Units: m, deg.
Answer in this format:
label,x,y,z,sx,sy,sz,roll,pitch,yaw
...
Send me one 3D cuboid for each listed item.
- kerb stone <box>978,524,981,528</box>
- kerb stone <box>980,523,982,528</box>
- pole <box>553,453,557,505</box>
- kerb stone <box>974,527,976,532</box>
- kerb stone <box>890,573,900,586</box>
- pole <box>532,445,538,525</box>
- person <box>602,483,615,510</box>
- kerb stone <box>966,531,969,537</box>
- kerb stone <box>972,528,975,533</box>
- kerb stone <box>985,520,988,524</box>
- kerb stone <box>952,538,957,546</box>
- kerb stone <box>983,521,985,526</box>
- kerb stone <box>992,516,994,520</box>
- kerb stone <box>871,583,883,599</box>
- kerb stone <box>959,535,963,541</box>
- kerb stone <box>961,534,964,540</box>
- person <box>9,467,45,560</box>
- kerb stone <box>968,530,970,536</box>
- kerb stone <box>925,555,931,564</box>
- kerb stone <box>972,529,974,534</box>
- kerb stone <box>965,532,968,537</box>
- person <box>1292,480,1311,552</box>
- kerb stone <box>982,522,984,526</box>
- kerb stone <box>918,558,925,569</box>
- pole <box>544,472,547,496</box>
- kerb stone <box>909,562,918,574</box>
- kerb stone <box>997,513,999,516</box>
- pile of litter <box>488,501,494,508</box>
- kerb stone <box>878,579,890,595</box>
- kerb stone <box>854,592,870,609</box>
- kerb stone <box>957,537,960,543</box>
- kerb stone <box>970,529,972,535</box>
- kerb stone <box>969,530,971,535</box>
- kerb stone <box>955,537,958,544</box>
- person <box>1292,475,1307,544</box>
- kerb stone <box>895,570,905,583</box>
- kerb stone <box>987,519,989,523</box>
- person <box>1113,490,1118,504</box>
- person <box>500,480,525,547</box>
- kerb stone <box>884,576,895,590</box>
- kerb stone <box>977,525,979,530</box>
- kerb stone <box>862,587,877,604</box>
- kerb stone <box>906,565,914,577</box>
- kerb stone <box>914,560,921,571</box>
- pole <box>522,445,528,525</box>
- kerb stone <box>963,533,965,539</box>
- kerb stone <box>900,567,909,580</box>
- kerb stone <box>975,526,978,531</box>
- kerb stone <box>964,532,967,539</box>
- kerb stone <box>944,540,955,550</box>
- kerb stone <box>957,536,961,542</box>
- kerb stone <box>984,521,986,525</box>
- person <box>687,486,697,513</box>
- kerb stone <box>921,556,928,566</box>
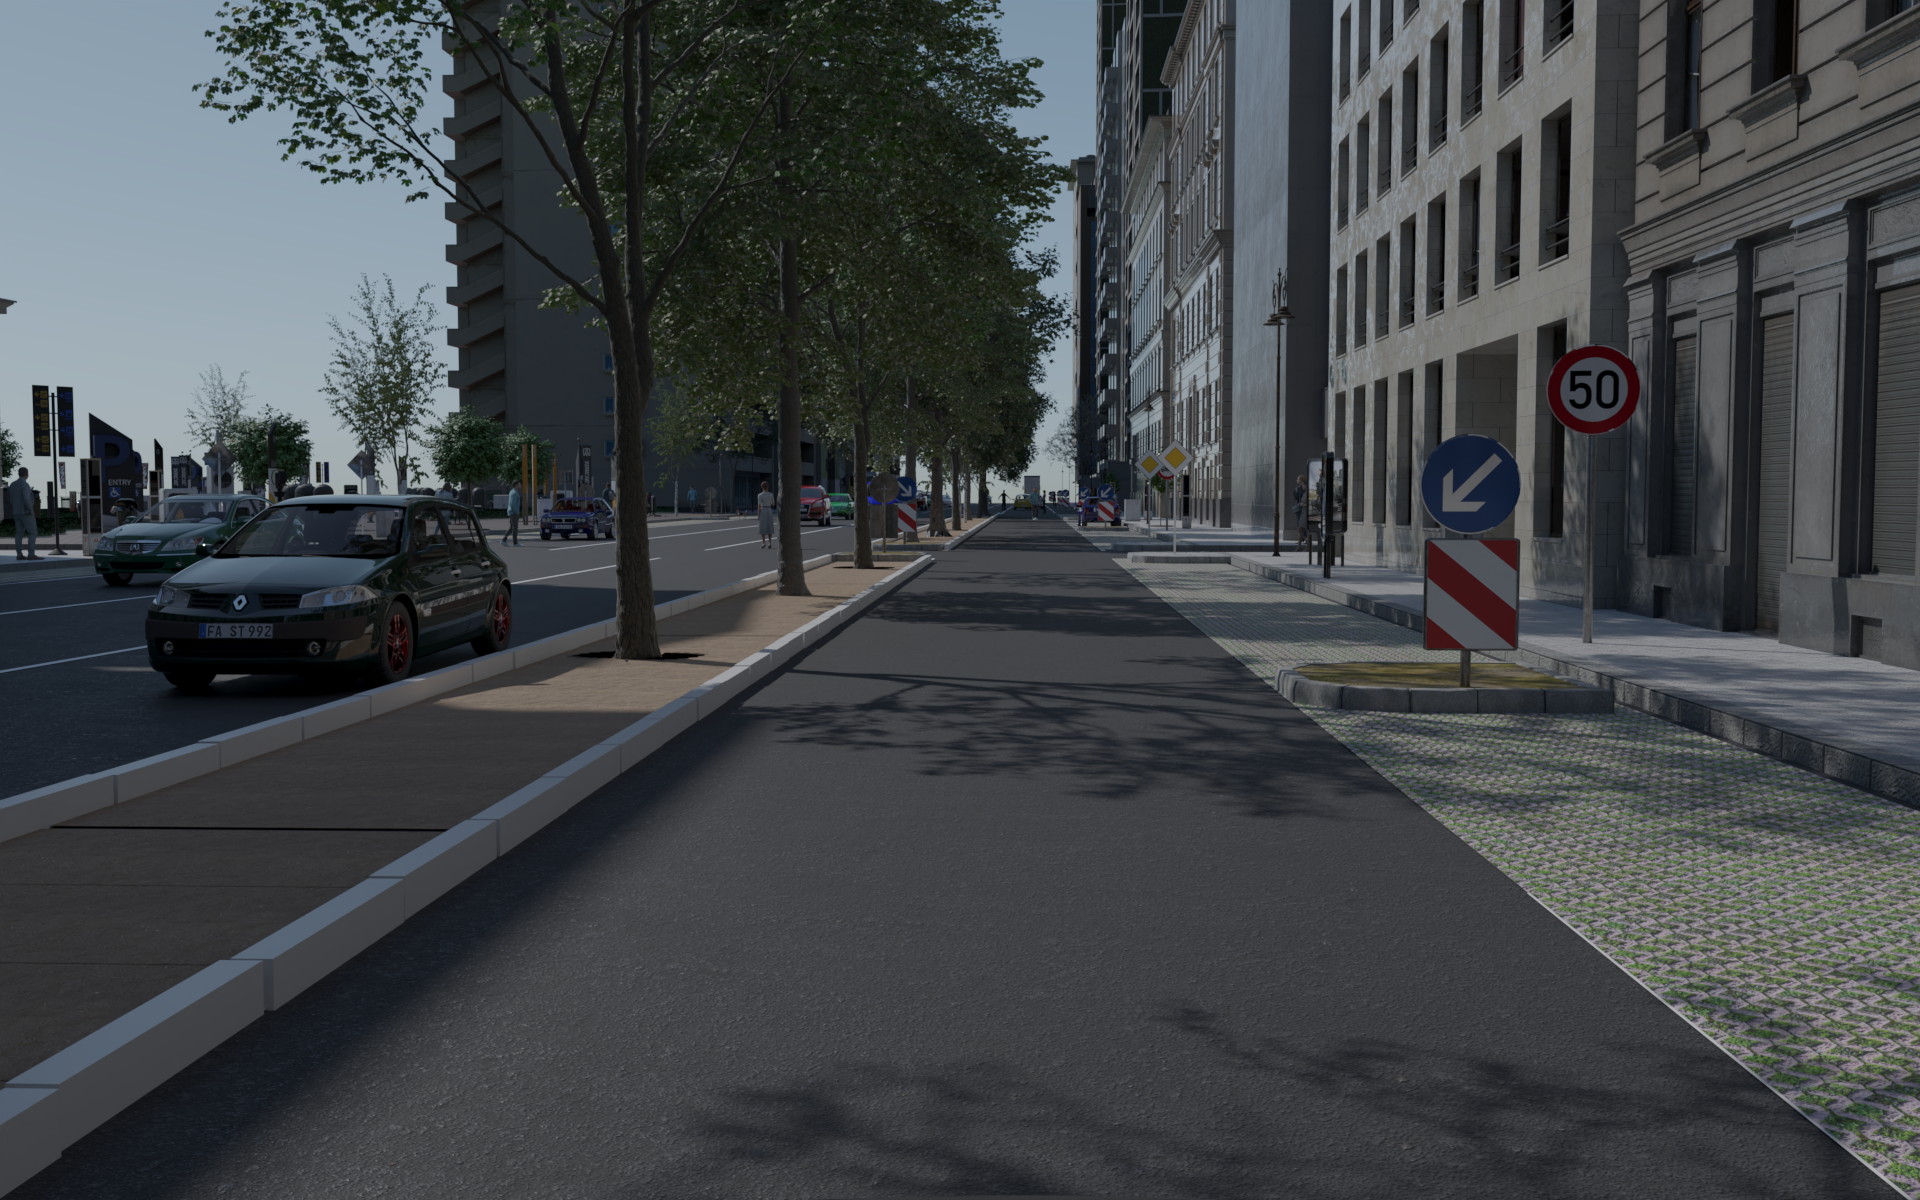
label,x,y,z,sx,sy,sz,roll,pitch,yaw
kerb stone,0.640,-2.823,68.344,0.120,0.150,1.000,0,4,2
kerb stone,0.725,-2.948,70.400,0.120,0.150,1.000,0,4,2
pole,-20.123,-5.639,86.036,0.158,3.312,0.155,0,3,0
kerb stone,0.425,-2.509,63.216,0.120,0.150,1.000,0,4,2
kerb stone,-1.069,-0.282,26.807,0.120,0.150,1.000,0,4,2
pole,-17.589,-4.757,71.621,0.158,3.312,0.155,0,3,0
person,-17.234,-4.814,84.737,0.794,1.824,0.713,1,4,8
kerb stone,0.137,-2.071,56.061,0.120,0.150,1.000,0,4,2
kerb stone,0.349,-2.384,61.170,0.120,0.150,1.000,0,4,2
kerb stone,1.063,-3.445,78.572,0.120,0.150,1.000,0,4,2
kerb stone,-0.242,-1.507,46.841,0.120,0.150,1.000,0,4,2
kerb stone,0.899,-3.198,74.487,0.120,0.150,1.000,0,4,2
kerb stone,1.561,-4.197,90.856,0.120,0.150,1.000,0,4,2
kerb stone,-1.188,-0.095,23.742,0.120,0.150,1.000,0,4,2
kerb stone,-0.077,-1.758,50.936,0.120,0.150,1.000,0,4,2
kerb stone,-0.036,-1.821,51.973,0.120,0.150,1.000,0,4,2
person,-18.220,-1.686,33.706,0.635,1.810,0.391,1,4,21
kerb stone,0.177,-2.129,57.082,0.120,0.150,1.000,0,4,2
kerb stone,-0.731,-0.784,35.008,0.120,0.150,1.000,0,4,2
kerb stone,0.312,-2.316,60.149,0.120,0.150,1.000,0,4,2
kerb stone,0.098,-2.002,55.040,0.120,0.150,1.000,0,4,2
person,8.417,-2.049,42.350,0.374,1.781,0.599,-1,4,-14
kerb stone,0.846,-3.136,73.466,0.120,0.150,1.000,0,4,2
kerb stone,-0.807,-0.658,32.961,0.120,0.150,1.000,0,4,2
pole,-25.260,-6.832,105.541,0.158,3.312,0.155,0,3,0
kerb stone,-0.894,-0.533,30.902,0.120,0.150,1.000,0,4,2
kerb stone,2.104,-5.013,104.153,0.120,0.150,1.000,0,4,2
pile of litter,-31.860,-6.366,118.054,1.719,0.858,1.176,1,4,15
kerb stone,-1.145,-0.157,24.764,0.120,0.150,1.000,0,4,2
kerb stone,-1.269,0.031,21.692,0.120,0.150,1.000,0,4,2
kerb stone,-0.154,-1.633,48.892,0.120,0.150,1.000,0,4,2
kerb stone,0.259,-2.259,59.124,0.120,0.150,1.000,0,4,2
kerb stone,0.216,-2.196,58.103,0.120,0.150,1.000,0,4,2
kerb stone,-0.195,-1.570,47.863,0.120,0.150,1.000,0,4,2
person,8.847,-2.328,44.519,0.534,1.772,0.576,2,4,35
kerb stone,-1.021,-0.342,27.829,0.120,0.150,1.000,0,4,2
kerb stone,1.143,-3.573,80.614,0.120,0.150,1.000,0,4,2
person,9.307,-5.821,103.818,0.503,1.515,0.523,-2,4,-28
person,-12.245,-2.373,47.312,0.620,1.820,0.660,-2,4,-27
kerb stone,-1.102,-0.220,25.785,0.120,0.150,1.000,0,4,2
kerb stone,0.552,-2.697,66.290,0.120,0.150,1.000,0,4,2
kerb stone,-1.228,-0.032,22.720,0.120,0.150,1.000,0,4,2
kerb stone,-0.936,-0.470,29.881,0.120,0.150,1.000,0,4,2
kerb stone,-0.852,-0.596,31.935,0.120,0.150,1.000,0,4,2
pole,-17.933,-4.745,71.426,0.158,3.312,0.155,0,3,0
kerb stone,0.010,-1.884,52.998,0.120,0.150,1.000,0,4,2
kerb stone,-0.982,-0.406,28.850,0.120,0.150,1.000,0,4,2
kerb stone,0.483,-2.565,64.238,0.120,0.150,1.000,0,4,2
kerb stone,0.050,-1.946,54.019,0.120,0.150,1.000,0,4,2
kerb stone,-0.288,-1.443,45.820,0.120,0.150,1.000,0,4,2
kerb stone,-0.117,-1.694,49.915,0.120,0.150,1.000,0,4,2
kerb stone,0.932,-3.259,75.508,0.120,0.150,1.000,0,4,2
person,-17.799,-6.675,115.048,0.638,1.841,0.748,0,4,6
kerb stone,-0.765,-0.721,33.985,0.120,0.150,1.000,0,4,2
